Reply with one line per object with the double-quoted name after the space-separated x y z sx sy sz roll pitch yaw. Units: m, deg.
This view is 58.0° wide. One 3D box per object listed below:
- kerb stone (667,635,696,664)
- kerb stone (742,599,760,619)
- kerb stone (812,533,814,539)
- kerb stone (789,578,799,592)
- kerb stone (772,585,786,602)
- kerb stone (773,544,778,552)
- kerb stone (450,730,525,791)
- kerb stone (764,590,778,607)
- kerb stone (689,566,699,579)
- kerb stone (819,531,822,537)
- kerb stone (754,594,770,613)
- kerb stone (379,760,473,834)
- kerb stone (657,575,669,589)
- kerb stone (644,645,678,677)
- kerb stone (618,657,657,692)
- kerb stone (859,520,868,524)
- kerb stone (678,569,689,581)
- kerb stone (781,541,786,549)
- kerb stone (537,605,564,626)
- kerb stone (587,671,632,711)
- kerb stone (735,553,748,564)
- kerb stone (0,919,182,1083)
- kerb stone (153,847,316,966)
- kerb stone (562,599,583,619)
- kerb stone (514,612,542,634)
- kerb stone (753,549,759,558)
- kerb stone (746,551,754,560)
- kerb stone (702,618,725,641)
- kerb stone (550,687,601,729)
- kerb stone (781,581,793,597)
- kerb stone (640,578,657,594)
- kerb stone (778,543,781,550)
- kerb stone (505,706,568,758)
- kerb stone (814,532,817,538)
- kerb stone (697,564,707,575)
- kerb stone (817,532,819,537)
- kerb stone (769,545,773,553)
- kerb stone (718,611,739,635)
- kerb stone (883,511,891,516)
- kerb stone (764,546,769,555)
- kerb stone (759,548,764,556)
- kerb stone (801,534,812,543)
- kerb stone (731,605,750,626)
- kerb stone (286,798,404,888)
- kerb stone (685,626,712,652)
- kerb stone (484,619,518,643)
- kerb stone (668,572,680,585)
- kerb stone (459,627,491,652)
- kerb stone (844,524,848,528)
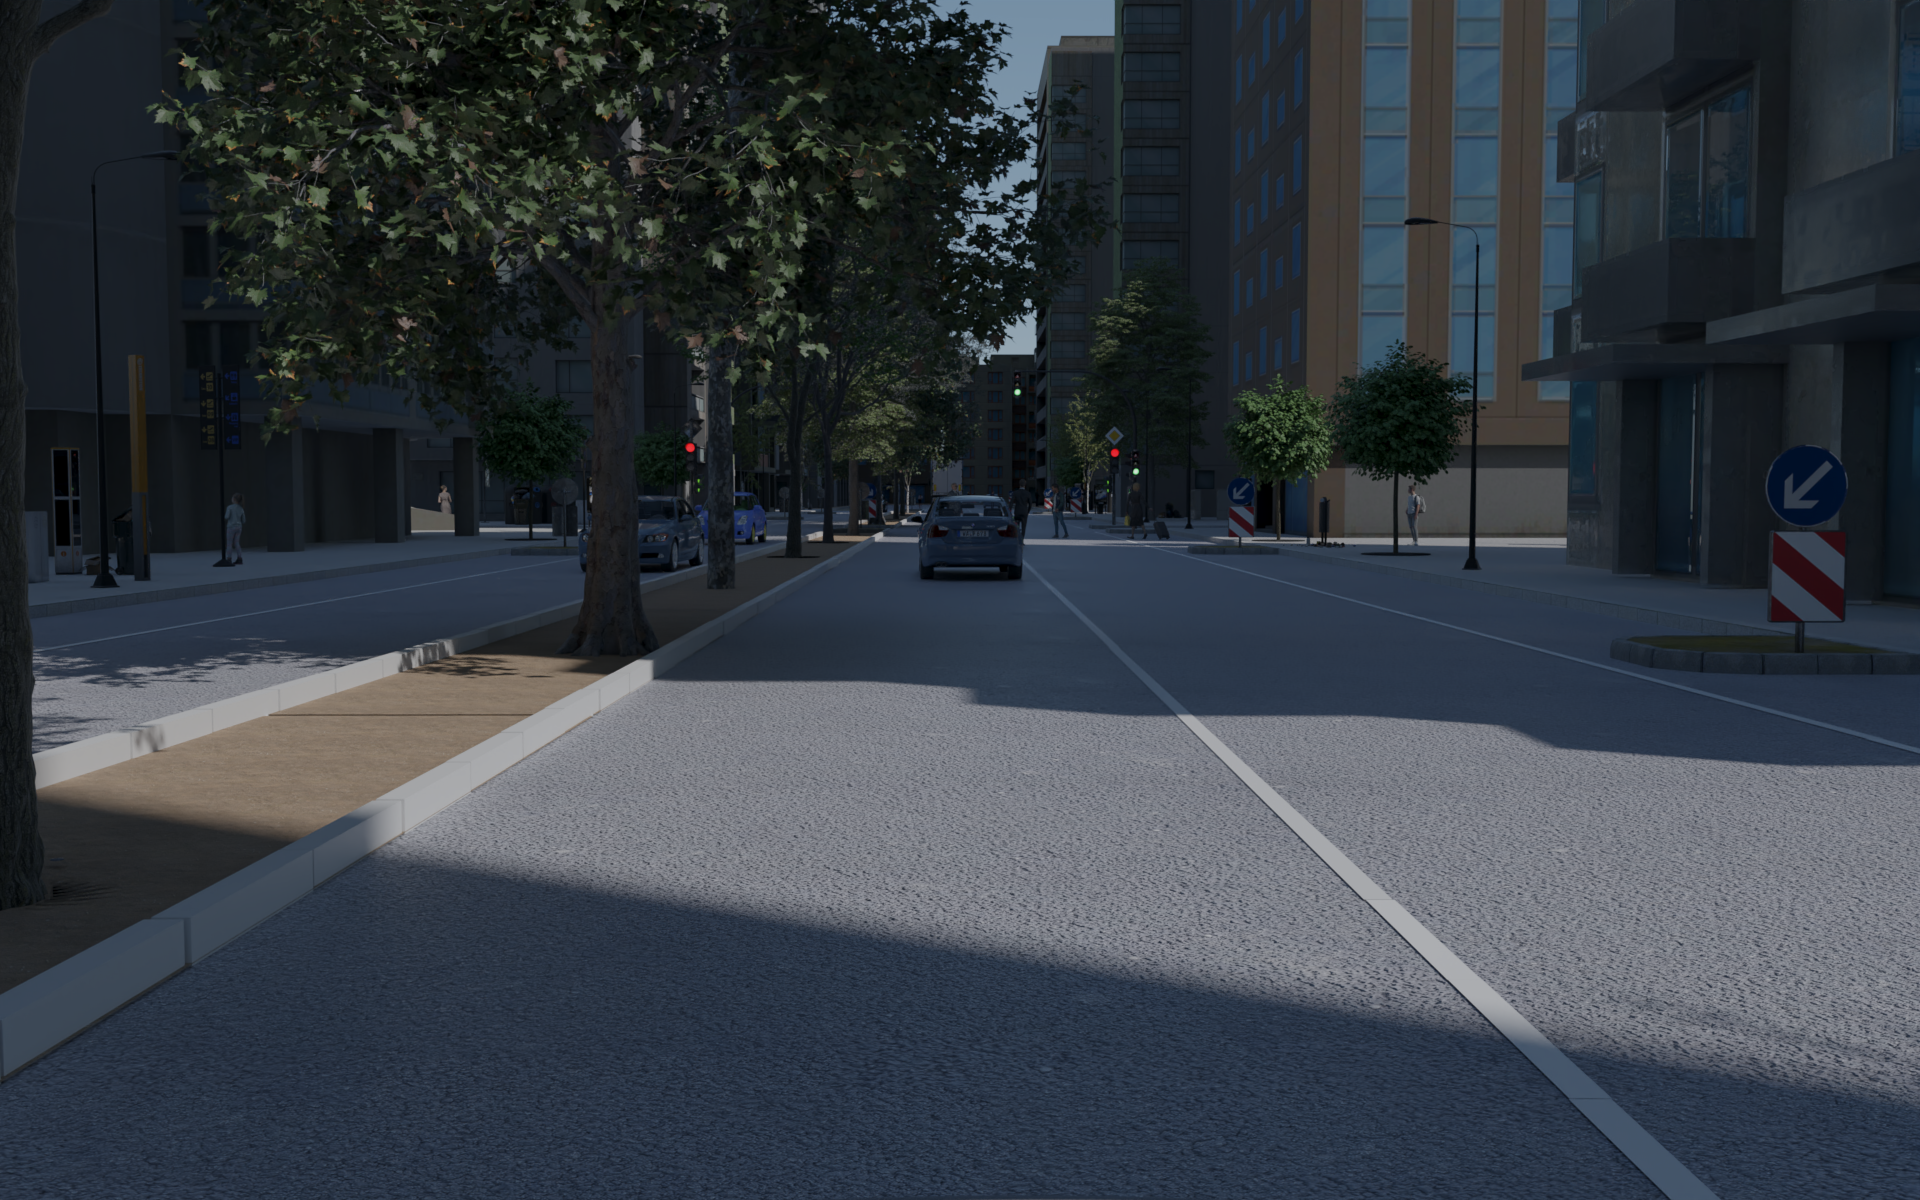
-2.442 0.441 14.979 0.120 0.150 1.000 0 4 0 "kerb stone"
-2.469 0.128 20.107 0.120 0.150 1.000 0 4 0 "kerb stone"
-4.718 -1.939 53.905 0.120 0.150 1.000 0 4 0 "kerb stone"
-2.486 -0.183 25.230 0.120 0.150 1.000 0 4 0 "kerb stone"
-2.469 -0.060 23.184 0.120 0.150 1.000 0 4 0 "kerb stone"
-4.664 -1.249 42.636 0.120 0.150 1.000 0 4 0 "kerb stone"
-2.412 0.821 8.823 0.120 0.150 1.000 0 4 0 "kerb stone"
-2.473 0.004 22.151 0.120 0.150 1.000 0 4 0 "kerb stone"
-4.600 -0.435 29.311 0.120 0.150 1.000 0 4 0 "kerb stone"
-4.734 -2.128 56.984 0.120 0.150 1.000 0 4 0 "kerb stone"
-2.463 0.065 21.129 0.120 0.150 1.000 0 4 0 "kerb stone"
-2.402 0.883 7.796 0.120 0.150 1.000 0 4 0 "kerb stone"
-4.589 -0.243 26.236 0.120 0.150 1.000 0 4 0 "kerb stone"
-2.433 0.504 13.953 0.120 0.150 1.000 0 4 0 "kerb stone"
-2.429 0.567 12.925 0.120 0.150 1.000 0 4 0 "kerb stone"
-4.868 -3.978 87.256 0.120 0.150 1.000 0 4 0 "kerb stone"
-4.609 -0.373 28.289 0.120 0.150 1.000 0 4 0 "kerb stone"
-4.674 -1.375 44.688 0.120 0.150 1.000 0 4 0 "kerb stone"
-4.557 0.192 19.058 0.120 0.150 1.000 0 4 0 "kerb stone"
-2.427 0.630 11.902 0.120 0.150 1.000 0 4 0 "kerb stone"
-4.641 -0.865 36.480 0.120 0.150 1.000 0 4 0 "kerb stone"
-2.398 1.068 4.727 0.120 0.150 1.000 0 4 0 "kerb stone"
-2.392 1.006 5.749 0.120 0.150 1.000 0 4 0 "kerb stone"
-4.558 0.129 20.088 0.120 0.150 1.000 0 4 0 "kerb stone"
-4.555 0.260 18.037 0.120 0.150 1.000 0 4 0 "kerb stone"
-4.641 -0.999 38.532 0.120 0.150 1.000 0 4 0 "kerb stone"
-4.639 -0.936 37.511 0.120 0.150 1.000 0 4 0 "kerb stone"
-2.457 0.316 17.024 0.120 0.150 1.000 0 4 0 "kerb stone"
-2.432 0.692 10.877 0.120 0.150 1.000 0 4 0 "kerb stone"
-2.481 -0.123 24.206 0.120 0.150 1.000 0 4 0 "kerb stone"
-4.588 -0.185 25.213 0.120 0.150 1.000 0 4 0 "kerb stone"
-4.676 -1.313 43.658 0.120 0.150 1.000 0 4 0 "kerb stone"
-2.418 0.755 9.847 0.120 0.150 1.000 0 4 0 "kerb stone"
-4.728 -2.002 54.927 0.120 0.150 1.000 0 4 0 "kerb stone"
-4.613 -0.498 30.333 0.120 0.150 1.000 0 4 0 "kerb stone"
-4.730 -2.064 55.949 0.120 0.150 1.000 0 4 0 "kerb stone"
-4.658 -1.180 41.615 0.120 0.150 1.000 0 4 0 "kerb stone"
-2.450 0.254 18.047 0.120 0.150 1.000 0 4 0 "kerb stone"
-5.017 -5.918 119.044 0.120 0.150 1.000 0 4 0 "kerb stone"
-4.655 -1.125 40.592 0.120 0.150 1.000 0 4 0 "kerb stone"
-4.653 -1.061 39.567 0.120 0.150 1.000 0 4 0 "kerb stone"
-4.712 -1.877 52.883 0.120 0.150 1.000 0 4 0 "kerb stone"
-2.460 0.192 19.074 0.120 0.150 1.000 0 4 0 "kerb stone"
-2.403 0.948 6.775 0.120 0.150 1.000 0 4 0 "kerb stone"
-2.449 0.379 16.001 0.120 0.150 1.000 0 4 0 "kerb stone"
-4.549 0.318 17.006 0.120 0.150 1.000 0 4 0 "kerb stone"
-4.593 -0.310 27.257 0.120 0.150 1.000 0 4 0 "kerb stone"
-4.543 0.387 15.977 0.120 0.150 1.000 0 4 0 "kerb stone"
-4.817 -3.228 74.970 0.120 0.150 1.000 0 4 0 "kerb stone"
